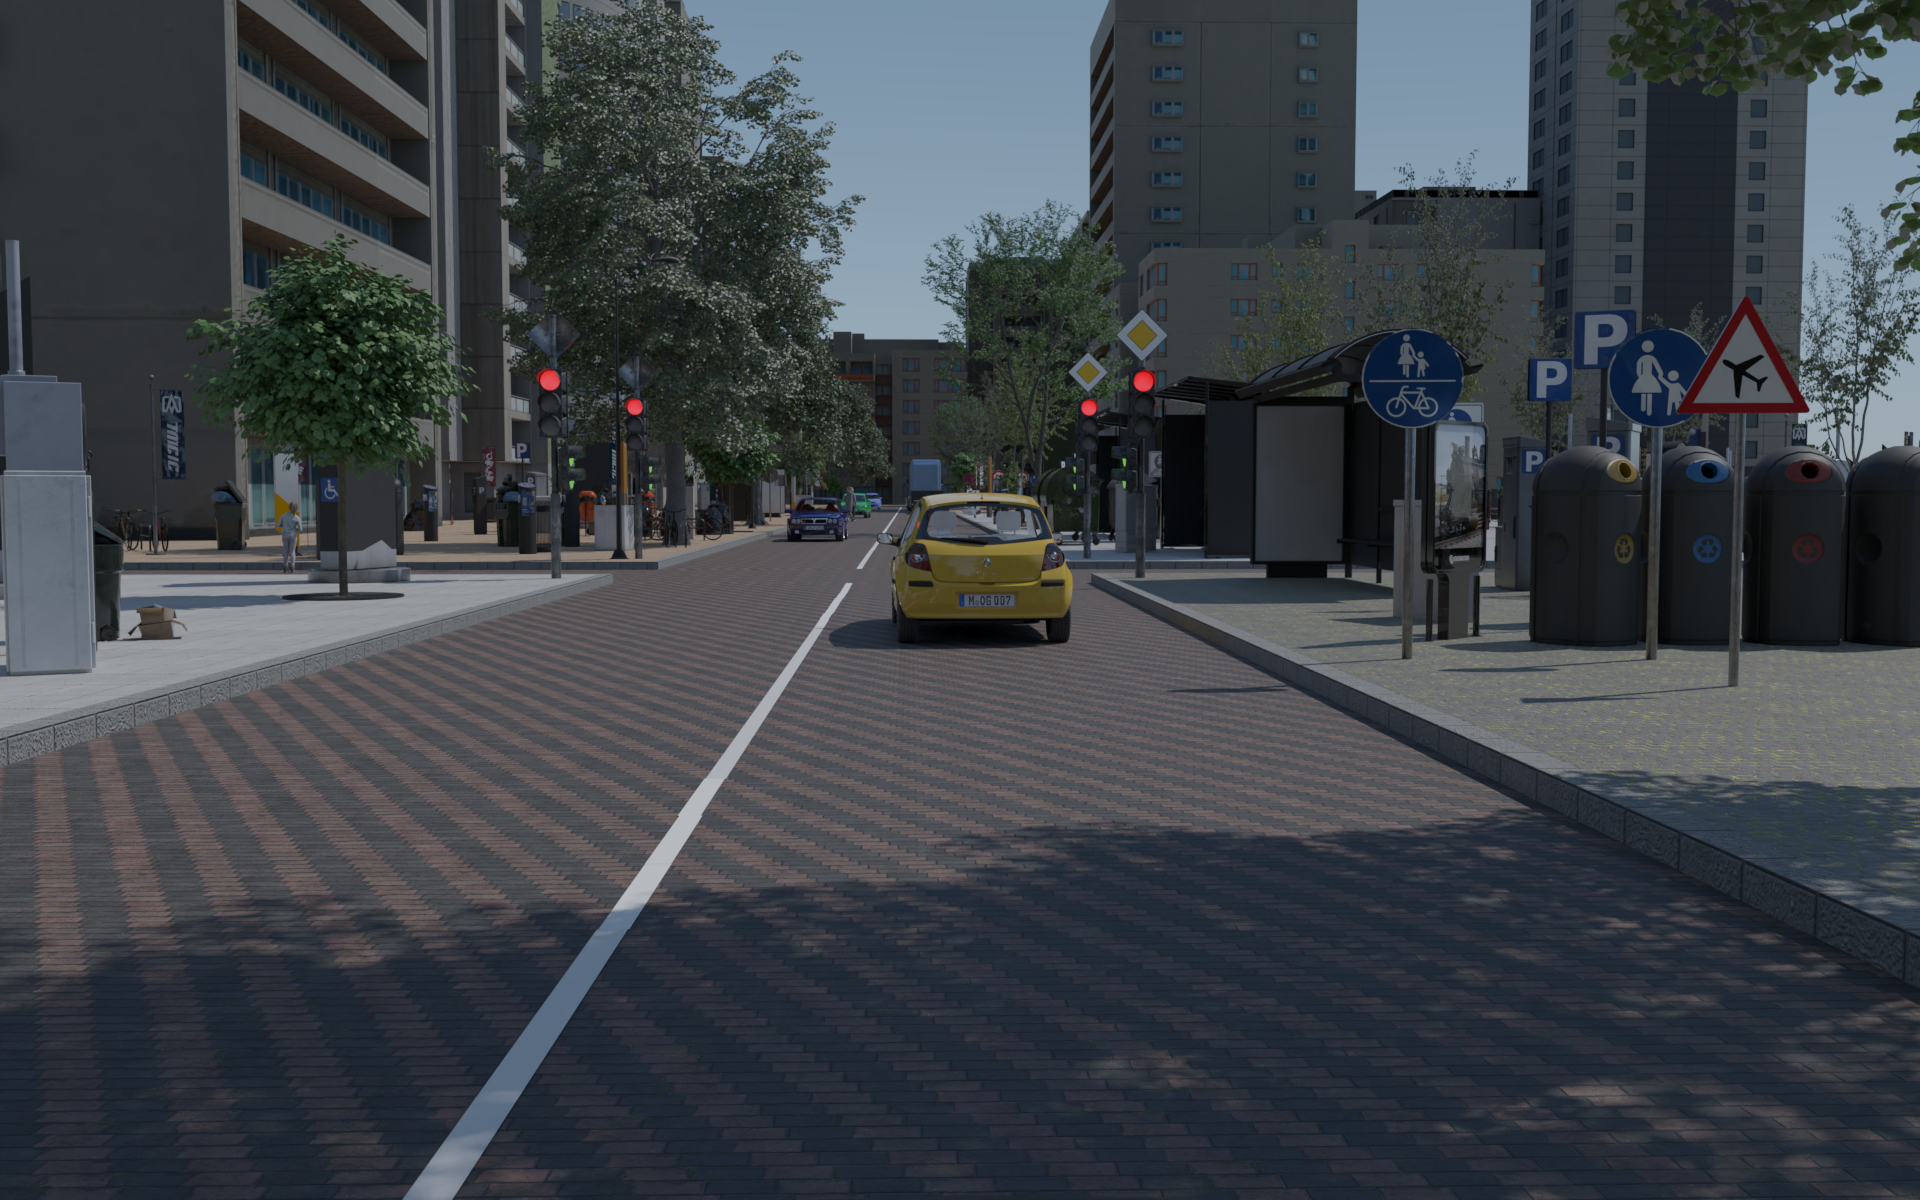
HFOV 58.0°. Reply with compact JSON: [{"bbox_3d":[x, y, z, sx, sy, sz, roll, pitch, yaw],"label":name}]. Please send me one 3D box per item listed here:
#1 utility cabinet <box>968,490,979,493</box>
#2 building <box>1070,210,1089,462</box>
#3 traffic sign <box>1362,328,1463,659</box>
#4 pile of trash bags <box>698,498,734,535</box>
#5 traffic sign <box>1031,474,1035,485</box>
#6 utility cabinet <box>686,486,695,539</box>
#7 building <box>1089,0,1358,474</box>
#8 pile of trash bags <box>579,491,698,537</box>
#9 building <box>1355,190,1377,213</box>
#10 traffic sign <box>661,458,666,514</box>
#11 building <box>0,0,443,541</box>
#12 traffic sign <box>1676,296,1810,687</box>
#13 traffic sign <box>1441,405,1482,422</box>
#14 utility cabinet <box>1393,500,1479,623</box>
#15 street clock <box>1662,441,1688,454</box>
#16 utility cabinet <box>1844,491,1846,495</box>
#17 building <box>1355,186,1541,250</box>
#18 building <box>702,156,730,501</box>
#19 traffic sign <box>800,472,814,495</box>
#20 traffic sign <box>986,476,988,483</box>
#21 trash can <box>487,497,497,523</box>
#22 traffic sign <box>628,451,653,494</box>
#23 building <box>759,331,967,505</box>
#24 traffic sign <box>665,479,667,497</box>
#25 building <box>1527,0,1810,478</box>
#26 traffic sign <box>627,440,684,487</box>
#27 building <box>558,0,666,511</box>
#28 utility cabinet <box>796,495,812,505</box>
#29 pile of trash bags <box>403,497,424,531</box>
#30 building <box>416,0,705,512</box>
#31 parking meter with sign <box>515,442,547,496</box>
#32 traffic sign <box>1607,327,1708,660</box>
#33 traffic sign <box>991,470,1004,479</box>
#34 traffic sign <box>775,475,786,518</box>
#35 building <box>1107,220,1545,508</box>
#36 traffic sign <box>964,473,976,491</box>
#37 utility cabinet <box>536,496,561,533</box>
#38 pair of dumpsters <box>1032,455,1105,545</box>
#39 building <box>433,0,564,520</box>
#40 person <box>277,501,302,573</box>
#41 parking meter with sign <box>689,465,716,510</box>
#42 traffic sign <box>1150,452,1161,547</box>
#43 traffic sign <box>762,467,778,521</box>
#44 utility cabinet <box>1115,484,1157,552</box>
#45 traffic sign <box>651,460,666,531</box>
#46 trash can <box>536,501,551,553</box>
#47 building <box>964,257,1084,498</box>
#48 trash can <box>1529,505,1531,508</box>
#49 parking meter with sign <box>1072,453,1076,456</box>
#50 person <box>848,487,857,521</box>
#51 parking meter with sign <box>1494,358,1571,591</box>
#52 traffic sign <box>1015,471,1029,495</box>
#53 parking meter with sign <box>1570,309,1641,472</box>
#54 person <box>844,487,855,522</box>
[{"bbox_3d":[0.804,-5.830,104.000,0.318,1.500,1.173,1,4,21],"label":"utility cabinet"},{"bbox_3d":[26.593,-32.518,223.552,23.993,40.220,32.217,0,4,-2],"label":"building"},{"bbox_3d":[3.481,-0.814,13.410,0.768,2.556,0.104,0,4,5],"label":"traffic sign"},{"bbox_3d":[-8.891,-2.792,55.394,3.447,1.369,1.912,2,4,24],"label":"pile of trash bags"},{"bbox_3d":[4.864,-6.724,110.043,0.768,2.556,0.104,0,4,4],"label":"traffic sign"},{"bbox_3d":[-7.741,-2.490,49.384,0.318,1.500,1.173,0,4,-6],"label":"utility cabinet"},{"bbox_3d":[23.703,-32.861,160.985,21.300,48.544,21.600,0,4,-2],"label":"building"},{"bbox_3d":[-9.853,-2.603,52.308,3.447,1.369,1.912,0,4,0],"label":"pile of trash bags"},{"bbox_3d":[50.750,-32.562,224.269,23.993,40.220,32.217,0,4,-2],"label":"building"},{"bbox_3d":[-10.565,-3.752,61.454,0.768,2.556,0.104,0,4,7],"label":"traffic sign"},{"bbox_3d":[-30.912,-26.475,56.575,21.300,48.544,21.600,0,4,-2],"label":"building"},{"bbox_3d":[5.161,-0.702,11.484,0.884,2.594,0.081,0,4,-1],"label":"traffic sign"},{"bbox_3d":[5.559,-1.062,19.497,0.606,2.300,0.079,0,4,4],"label":"traffic sign"},{"bbox_3d":[4.861,-0.399,17.685,0.306,1.237,1.020,-2,4,-24],"label":"utility cabinet"},{"bbox_3d":[9.870,-1.186,23.954,0.471,2.002,0.358,-3,5,-41],"label":"street clock"},{"bbox_3d":[19.017,-1.741,37.138,1.173,1.500,0.318,3,4,37],"label":"utility cabinet"},{"bbox_3d":[46.288,-24.153,166.603,14.107,30.474,14.160,0,4,-2],"label":"building"},{"bbox_3d":[-43.232,-34.388,216.863,28.867,44.769,22.147,0,4,-2],"label":"building"},{"bbox_3d":[-8.499,-5.865,96.001,0.768,2.556,0.104,0,4,2],"label":"traffic sign"},{"bbox_3d":[2.015,-6.638,108.634,0.768,2.556,0.104,0,4,5],"label":"traffic sign"},{"bbox_3d":[-20.994,-4.026,77.474,0.748,1.137,0.748,0,3,0],"label":"trash can"},{"bbox_3d":[-9.289,-3.073,50.352,0.768,2.556,0.104,0,4,5],"label":"traffic sign"},{"bbox_3d":[-13.947,-22.991,220.937,28.899,21.520,27.650,0,4,-2],"label":"building"},{"bbox_3d":[-10.841,-3.916,64.127,0.768,2.556,0.104,0,4,1],"label":"traffic sign"},{"bbox_3d":[63.764,-44.237,161.531,20.611,71.187,20.563,0,4,-2],"label":"building"},{"bbox_3d":[-11.495,-4.349,64.982,2.265,3.308,0.079,0,4,3],"label":"traffic sign"},{"bbox_3d":[-33.306,-35.495,122.343,21.231,58.520,28.212,0,4,-2],"label":"building"},{"bbox_3d":[-8.222,-4.823,90.018,1.020,1.237,0.306,0,4,-6],"label":"utility cabinet"},{"bbox_3d":[-19.315,-3.049,59.596,1.912,1.369,3.447,0,4,0],"label":"pile of trash bags"},{"bbox_3d":[-35.389,-32.736,158.938,21.600,48.544,21.300,0,4,-2],"label":"building"},{"bbox_3d":[-14.462,-3.851,59.224,0.543,3.016,1.738,1,4,20],"label":"parking meter with sign"},{"bbox_3d":[5.363,-0.810,13.356,0.768,2.556,0.104,0,4,8],"label":"traffic sign"},{"bbox_3d":[2.074,-5.679,92.963,0.768,2.556,0.104,0,4,4],"label":"traffic sign"},{"bbox_3d":[-9.478,-5.455,91.322,0.606,2.300,0.079,0,4,6],"label":"traffic sign"},{"bbox_3d":[27.047,-17.837,136.682,27.650,21.520,28.899,0,4,-2],"label":"building"},{"bbox_3d":[0.604,-6.432,105.273,0.768,2.556,0.104,0,4,3],"label":"traffic sign"},{"bbox_3d":[-13.563,-2.782,56.642,1.020,1.237,0.306,-1,4,-18],"label":"utility cabinet"},{"bbox_3d":[2.821,-2.616,45.263,1.574,2.255,4.437,0,4,-2],"label":"pair of dumpsters"},{"bbox_3d":[-28.493,-24.705,87.529,14.154,41.232,14.086,0,4,-2],"label":"building"},{"bbox_3d":[-12.169,-1.141,31.441,0.425,1.301,0.394,-1,4,-23],"label":"person"},{"bbox_3d":[-15.724,-6.727,106.253,1.738,3.016,0.543,-3,5,-45],"label":"parking meter with sign"},{"bbox_3d":[4.826,-2.408,41.506,0.606,2.300,0.079,0,4,3],"label":"traffic sign"},{"bbox_3d":[-8.887,-4.952,81.068,0.768,2.556,0.104,0,4,2],"label":"traffic sign"},{"bbox_3d":[3.894,-1.806,38.204,0.318,1.500,1.173,3,5,40],"label":"utility cabinet"},{"bbox_3d":[-10.707,-3.720,60.930,0.768,2.556,0.104,0,4,5],"label":"traffic sign"},{"bbox_3d":[-9.250,-1.621,38.162,0.748,1.137,0.748,0,3,0],"label":"trash can"},{"bbox_3d":[7.757,-27.049,213.953,14.107,30.474,14.160,0,4,-2],"label":"building"},{"bbox_3d":[31.018,-5.037,94.000,0.748,1.137,0.748,0,3,0],"label":"trash can"},{"bbox_3d":[5.656,-4.725,73.520,1.738,3.016,0.543,1,4,10],"label":"parking meter with sign"},{"bbox_3d":[-5.819,-5.062,91.454,0.709,1.800,0.728,1,4,22],"label":"person"},{"bbox_3d":[7.580,-1.645,23.150,0.543,3.016,1.738,0,3,0],"label":"parking meter with sign"},{"bbox_3d":[3.416,-5.838,95.559,0.768,2.556,0.104,0,4,6],"label":"traffic sign"},{"bbox_3d":[6.534,-1.285,17.268,0.543,3.016,1.738,2,4,29],"label":"parking meter with sign"},{"bbox_3d":[-5.780,-4.951,89.551,0.767,1.812,0.694,-1,4,-15],"label":"person"}]
